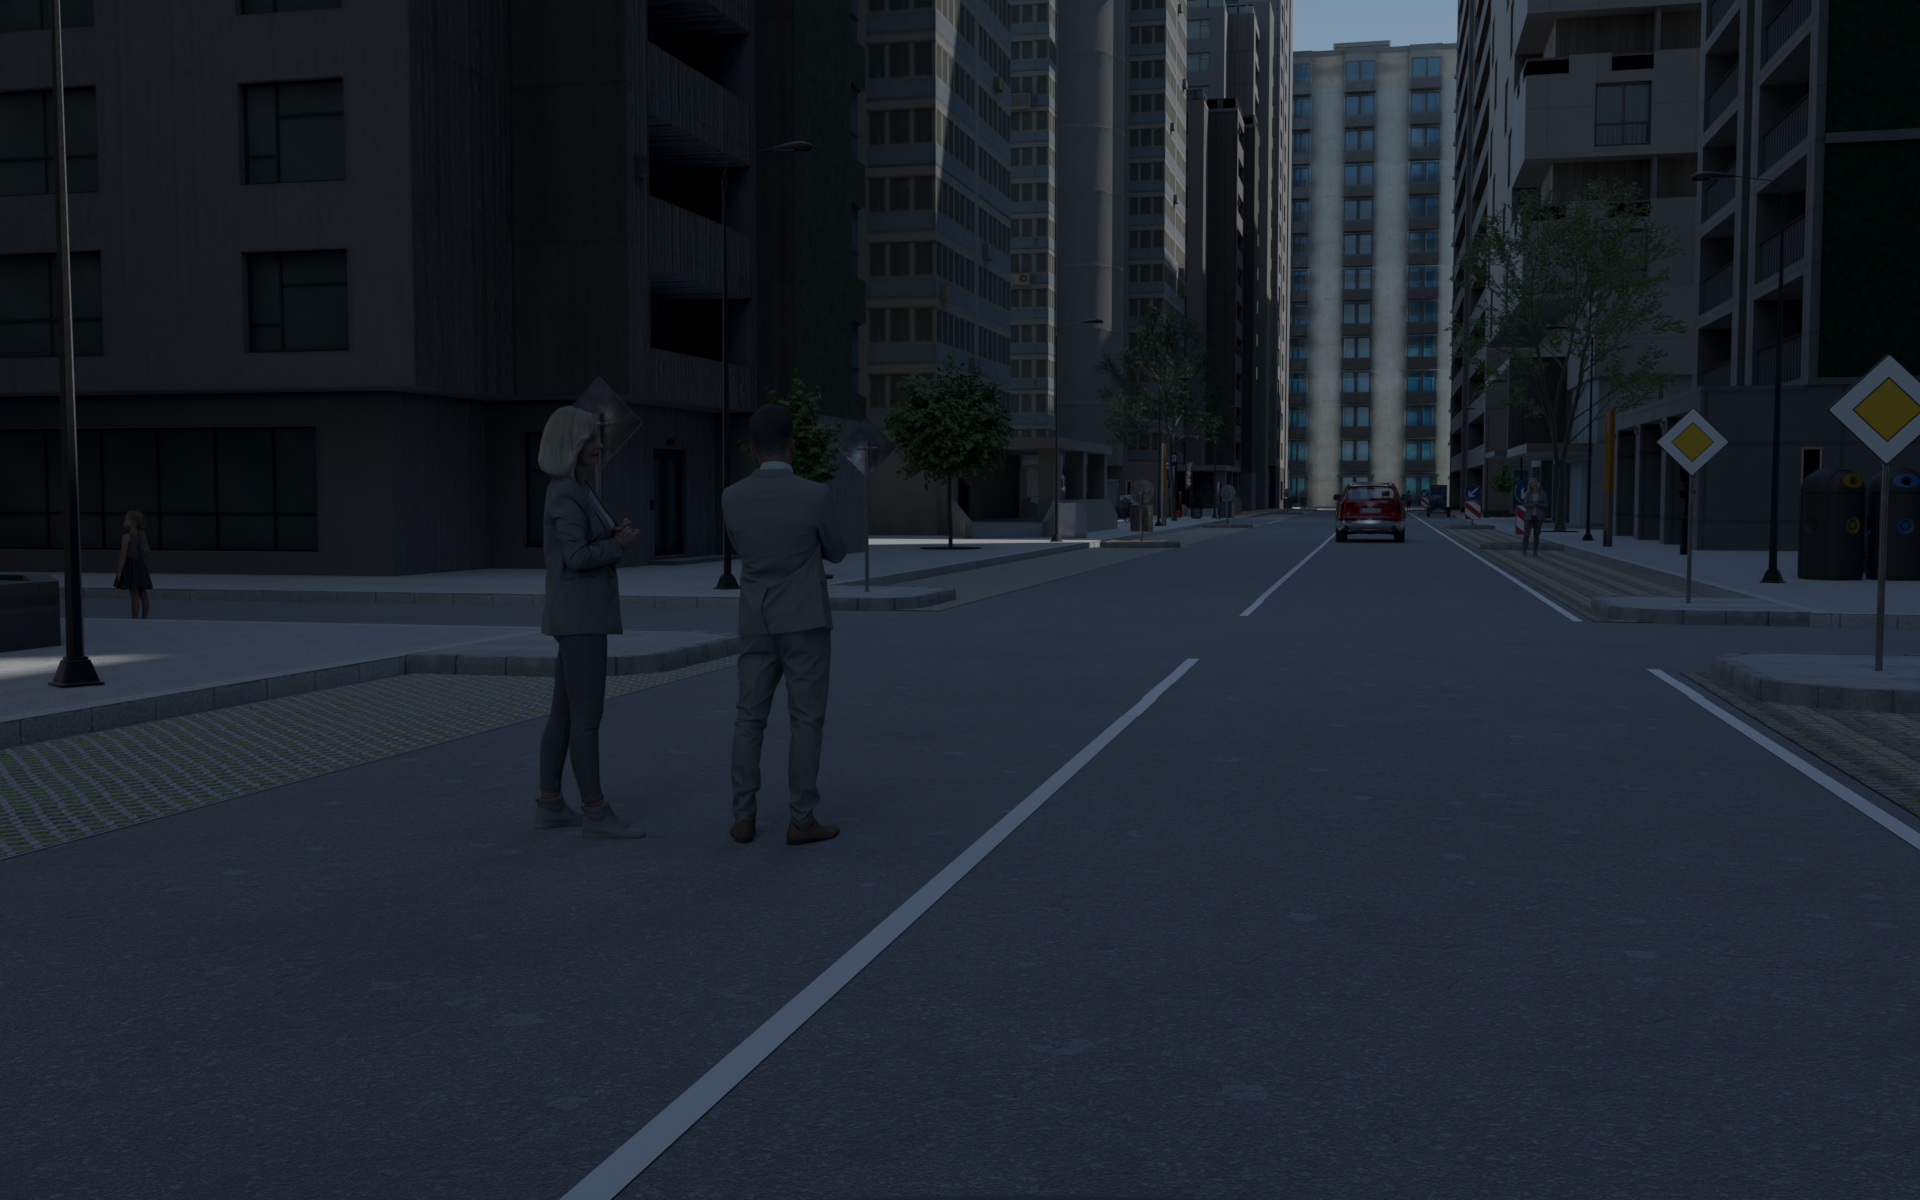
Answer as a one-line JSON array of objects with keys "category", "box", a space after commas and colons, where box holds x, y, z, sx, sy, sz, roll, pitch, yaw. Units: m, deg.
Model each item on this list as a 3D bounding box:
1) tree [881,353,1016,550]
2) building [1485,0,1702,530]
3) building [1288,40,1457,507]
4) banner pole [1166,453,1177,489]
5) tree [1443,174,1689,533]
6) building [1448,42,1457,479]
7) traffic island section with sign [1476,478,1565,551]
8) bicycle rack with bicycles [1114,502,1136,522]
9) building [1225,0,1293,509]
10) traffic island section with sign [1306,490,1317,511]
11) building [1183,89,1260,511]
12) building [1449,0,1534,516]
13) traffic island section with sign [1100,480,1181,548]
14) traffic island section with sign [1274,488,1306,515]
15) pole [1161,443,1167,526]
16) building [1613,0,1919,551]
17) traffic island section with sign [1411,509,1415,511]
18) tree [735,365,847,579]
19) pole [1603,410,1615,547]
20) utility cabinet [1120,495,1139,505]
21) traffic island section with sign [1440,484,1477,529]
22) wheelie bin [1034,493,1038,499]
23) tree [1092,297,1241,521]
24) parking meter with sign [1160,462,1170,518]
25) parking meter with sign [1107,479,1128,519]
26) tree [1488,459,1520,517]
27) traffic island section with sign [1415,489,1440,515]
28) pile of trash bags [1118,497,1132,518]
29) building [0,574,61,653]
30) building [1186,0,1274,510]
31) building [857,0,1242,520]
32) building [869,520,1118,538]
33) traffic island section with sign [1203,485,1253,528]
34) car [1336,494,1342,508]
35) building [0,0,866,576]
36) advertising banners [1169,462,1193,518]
[{"category": "tree", "box": [-0.221, -3.477, 40.564, 4.285, 4.588, 4.351, 0, 3, 0]}, {"category": "building", "box": [36.800, -29.510, 71.734, 28.713, 52.752, 27.495, 1, 4, 14]}, {"category": "building", "box": [42.823, -34.661, 186.311, 30.456, 49.044, 23.786, 1, 4, 14]}, {"category": "banner pole", "box": [11.112, -6.226, 91.812, 0.863, 3.779, 0.401, 1, 4, 16]}, {"category": "tree", "box": [20.094, -8.074, 57.768, 9.928, 11.665, 9.643, 0, 3, 0]}, {"category": "building", "box": [54.113, -30.270, 149.540, 22.147, 44.769, 28.867, 1, 4, 14]}, {"category": "traffic island section with sign", "box": [14.499, -2.208, 44.727, 1.989, 1.847, 2.006, 1, 4, 14]}, {"category": "bicycle rack with bicycles", "box": [7.123, -4.014, 79.014, 2.925, 0.926, 2.852, -3, 4, -36]}, {"category": "building", "box": [19.964, -44.201, 160.943, 20.611, 71.187, 20.563, 1, 4, 14]}, {"category": "traffic island section with sign", "box": [29.675, -8.570, 148.747, 1.989, 1.847, 2.006, 1, 4, 14]}, {"category": "building", "box": [14.420, -21.787, 127.915, 14.160, 30.474, 14.107, 1, 4, 14]}, {"category": "building", "box": [47.174, -30.662, 125.018, 21.300, 48.544, 21.600, 1, 4, 14]}, {"category": "traffic island section with sign", "box": [4.889, -2.319, 46.537, 1.989, 1.847, 2.006, 1, 4, 14]}, {"category": "traffic island section with sign", "box": [23.083, -6.909, 121.590, 1.989, 1.847, 2.006, 1, 4, 14]}, {"category": "pole", "box": [8.229, -4.647, 69.827, 0.158, 3.312, 0.155, 0, 3, 0]}, {"category": "building", "box": [27.755, -36.759, 39.265, 20.563, 71.187, 20.611, 1, 4, 14]}, {"category": "traffic island section with sign", "box": [38.987, -8.384, 145.701, 1.989, 1.847, 2.006, 1, 4, 14]}, {"category": "tree", "box": [-2.571, -1.932, 26.184, 1.663, 3.219, 1.824, 0, 3, 0]}, {"category": "pole", "box": [15.776, -2.951, 42.093, 0.158, 3.312, 0.155, 0, 3, 0]}, {"category": "utility cabinet", "box": [9.428, -5.215, 96.435, 1.020, 1.237, 0.306, 2, 4, 27]}, {"category": "traffic island section with sign", "box": [20.849, -3.810, 70.927, 1.989, 1.847, 2.006, 1, 4, 14]}, {"category": "wheelie bin", "box": [3.725, -4.149, 75.749, 0.980, 1.594, 0.693, 0, 4, 5]}, {"category": "tree", "box": [9.891, -9.048, 82.349, 7.601, 10.594, 8.767, 1, 4, 19]}, {"category": "parking meter with sign", "box": [11.002, -5.934, 93.276, 0.543, 3.016, 1.738, 1, 4, 19]}, {"category": "parking meter with sign", "box": [7.893, -5.751, 90.288, 1.738, 3.016, 0.543, 1, 4, 19]}, {"category": "tree", "box": [29.967, -6.165, 95.405, 1.663, 3.219, 1.824, 0, 3, 0]}, {"category": "traffic island section with sign", "box": [32.573, -6.764, 119.223, 1.989, 1.847, 2.006, 1, 4, 14]}, {"category": "pile of trash bags", "box": [8.300, -5.131, 93.645, 1.912, 1.369, 3.447, 1, 4, 22]}, {"category": "building", "box": [-21.296, -28.459, 7.304, 28.212, 58.520, 21.231, 1, 4, 14]}, {"category": "building", "box": [17.847, -27.990, 141.235, 14.154, 41.232, 14.086, 1, 4, 14]}, {"category": "building", "box": [1.501, -25.645, 111.175, 32.217, 40.220, 23.993, 1, 4, 14]}, {"category": "building", "box": [-11.424, -22.532, 60.274, 32.217, 40.220, 23.993, 1, 4, 14]}, {"category": "traffic island section with sign", "box": [11.367, -3.955, 73.289, 1.989, 1.847, 2.006, 1, 4, 14]}, {"category": "car", "box": [33.847, -8.703, 151.335, 2.155, 1.783, 4.494, 1, 4, 14]}, {"category": "building", "box": [-10.507, -15.955, 32.571, 14.160, 30.474, 14.107, 1, 4, 14]}, {"category": "advertising banners", "box": [11.924, -6.019, 94.595, 0.090, 3.025, 2.074, -3, 5, -43]}]
